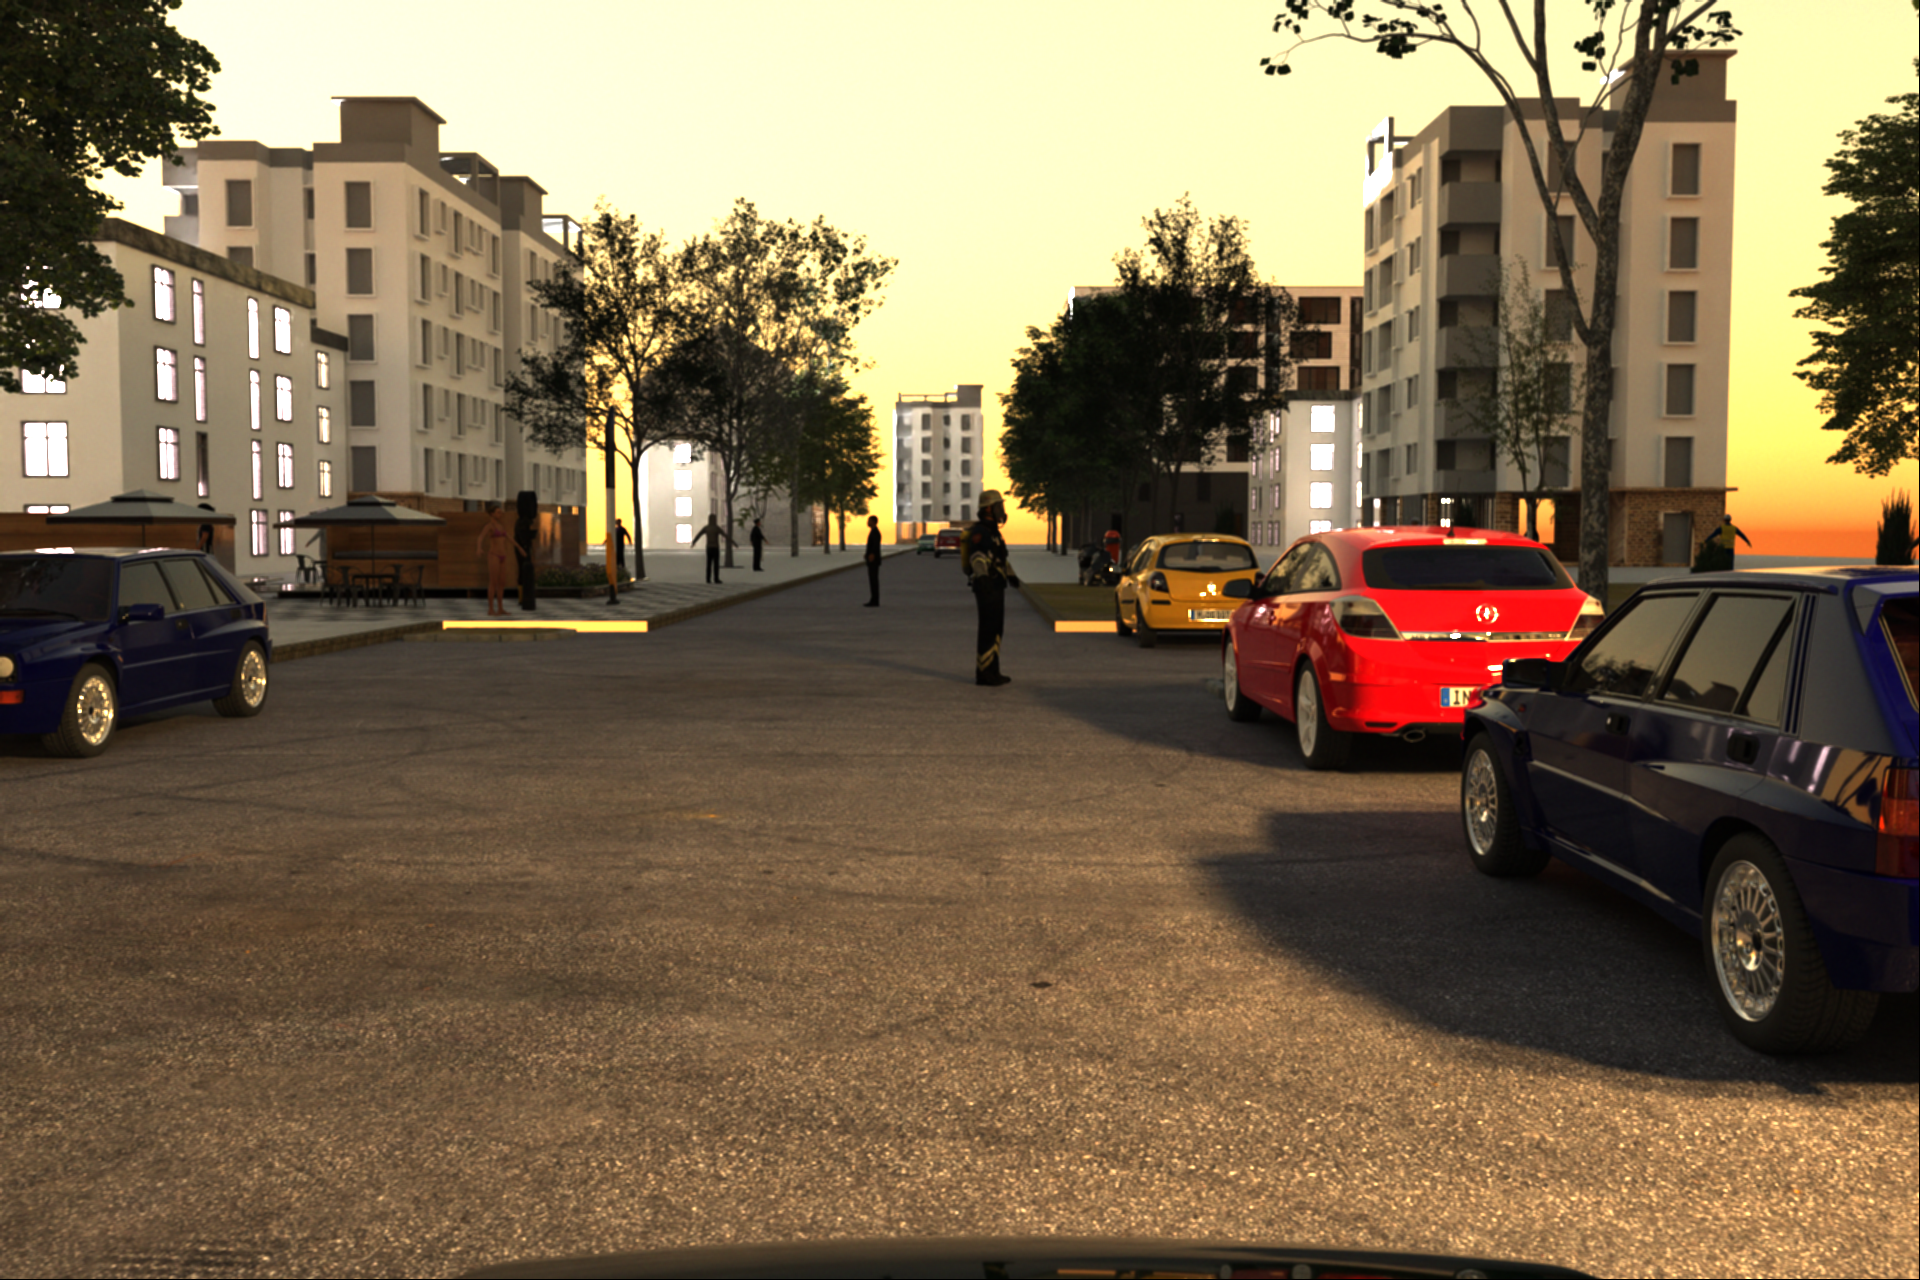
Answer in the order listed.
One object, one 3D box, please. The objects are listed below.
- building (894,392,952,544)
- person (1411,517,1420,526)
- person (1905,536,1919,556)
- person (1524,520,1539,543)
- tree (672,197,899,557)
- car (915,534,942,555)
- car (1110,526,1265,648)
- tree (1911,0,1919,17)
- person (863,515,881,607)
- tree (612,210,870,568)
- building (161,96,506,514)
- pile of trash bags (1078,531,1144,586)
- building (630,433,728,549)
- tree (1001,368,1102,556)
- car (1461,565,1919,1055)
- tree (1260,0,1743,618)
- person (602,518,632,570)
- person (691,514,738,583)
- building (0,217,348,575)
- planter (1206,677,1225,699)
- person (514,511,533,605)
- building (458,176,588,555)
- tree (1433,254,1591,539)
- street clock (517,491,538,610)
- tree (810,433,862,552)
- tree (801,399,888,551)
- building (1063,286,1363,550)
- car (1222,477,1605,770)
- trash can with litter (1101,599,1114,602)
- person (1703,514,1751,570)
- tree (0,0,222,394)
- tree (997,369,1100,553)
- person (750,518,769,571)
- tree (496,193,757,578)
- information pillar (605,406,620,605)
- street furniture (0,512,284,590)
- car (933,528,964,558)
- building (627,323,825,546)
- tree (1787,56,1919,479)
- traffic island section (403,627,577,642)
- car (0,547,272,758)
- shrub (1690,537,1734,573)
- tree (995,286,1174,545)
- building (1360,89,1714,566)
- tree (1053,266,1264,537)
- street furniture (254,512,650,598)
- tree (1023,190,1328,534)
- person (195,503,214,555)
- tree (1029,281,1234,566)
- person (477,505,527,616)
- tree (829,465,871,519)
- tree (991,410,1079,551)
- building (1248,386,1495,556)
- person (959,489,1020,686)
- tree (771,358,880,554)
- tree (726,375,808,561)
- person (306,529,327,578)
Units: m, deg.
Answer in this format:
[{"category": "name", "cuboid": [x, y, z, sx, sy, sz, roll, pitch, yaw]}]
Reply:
[{"category": "building", "cuboid": [-7.985, -22.219, 222.149, 11.380, 20.090, 16.016, 0, 4, -7]}, {"category": "person", "cuboid": [12.963, -2.644, 49.688, 0.721, 1.772, 1.216, -1, 4, -14]}, {"category": "person", "cuboid": [16.806, -1.416, 29.426, 1.348, 1.796, 0.705, 3, 4, 36]}, {"category": "person", "cuboid": [20.807, -3.490, 63.245, 1.347, 1.806, 0.705, -3, 5, -41]}, {"category": "tree", "cuboid": [-9.981, -14.793, 97.747, 12.611, 20.169, 13.585, 0, 3, 0]}, {"category": "car", "cuboid": [-2.122, -6.757, 122.277, 2.131, 1.459, 4.920, 0, 3, 0]}, {"category": "car", "cuboid": [3.071, -0.796, 23.235, 2.015, 1.641, 3.980, 0, 4, -1]}, {"category": "tree", "cuboid": [8.369, -5.552, 8.900, 7.486, 12.596, 7.792, 0, 3, 0]}, {"category": "person", "cuboid": [-1.743, -1.568, 34.312, 0.704, 1.802, 1.346, 0, 4, -8]}, {"category": "tree", "cuboid": [-8.663, -9.485, 65.442, 12.009, 13.543, 11.850, 0, 3, 0]}, {"category": "building", "cuboid": [-28.441, -13.453, 76.381, 16.016, 20.090, 11.380, 0, 4, -1]}, {"category": "pile of trash bags", "cuboid": [3.942, -2.095, 44.012, 1.912, 1.369, 3.447, 0, 4, 1]}, {"category": "building", "cuboid": [-25.436, -13.191, 157.818, 9.099, 9.664, 28.070, 0, 4, 0]}, {"category": "tree", "cuboid": [6.210, -10.851, 103.176, 9.928, 11.665, 9.643, 0, 3, 0]}, {"category": "car", "cuboid": [3.038, 0.396, 6.108, 1.945, 1.354, 3.894, 0, 3, 0]}, {"category": "tree", "cuboid": [9.279, -10.392, 25.797, 12.611, 20.169, 13.585, 0, 3, 0]}, {"category": "person", "cuboid": [-11.347, -3.140, 57.571, 1.346, 1.802, 0.704, 3, 4, 36]}, {"category": "person", "cuboid": [-6.453, -2.396, 45.299, 1.348, 1.813, 0.705, 1, 4, 18]}, {"category": "building", "cuboid": [-26.844, -7.213, 60.080, 9.099, 9.664, 28.070, 0, 4, 0]}, {"category": "planter", "cuboid": [3.252, 0.342, 15.552, 1.991, 0.319, 1.994, 0, 4, 0]}, {"category": "person", "cuboid": [-7.910, -1.553, 31.523, 0.704, 1.812, 1.346, -1, 4, -15]}, {"category": "building", "cuboid": [-27.883, -14.462, 92.879, 16.016, 20.090, 11.380, 0, 4, 1]}, {"category": "tree", "cuboid": [15.033, -5.790, 45.034, 4.360, 8.622, 3.978, 0, 3, 0]}, {"category": "street clock", "cuboid": [-7.270, -1.503, 29.143, 0.358, 2.002, 0.471, 0, 4, 1]}, {"category": "tree", "cuboid": [-8.676, -10.504, 122.096, 4.737, 8.622, 4.395, 0, 3, 0]}, {"category": "tree", "cuboid": [-9.037, -12.609, 131.909, 9.928, 11.665, 9.643, 0, 3, 0]}, {"category": "building", "cuboid": [23.238, -19.286, 159.304, 27.936, 21.610, 32.646, 0, 3, 0]}, {"category": "car", "cuboid": [2.972, -0.182, 12.009, 2.155, 1.783, 4.494, 0, 4, -1]}, {"category": "trash can with litter", "cuboid": [3.519, -1.286, 32.091, 1.678, 1.210, 2.233, 0, 4, -1]}, {"category": "person", "cuboid": [21.109, -2.552, 47.691, 1.349, 1.833, 0.705, 0, 4, 7]}, {"category": "tree", "cuboid": [-12.288, -6.805, 17.915, 9.857, 13.997, 8.962, 0, 3, 0]}, {"category": "tree", "cuboid": [6.194, -12.032, 114.855, 7.486, 12.596, 7.792, 0, 3, 0]}, {"category": "person", "cuboid": [-7.019, -3.319, 60.193, 0.705, 1.837, 1.347, -2, 4, -31]}, {"category": "tree", "cuboid": [-9.337, -6.977, 48.486, 7.601, 10.594, 8.767, -2, 4, -28]}, {"category": "information pillar", "cuboid": [-6.345, -2.454, 31.477, 0.183, 3.616, 0.504, 0, 4, 1]}, {"category": "street furniture", "cuboid": [-19.854, -1.842, 36.972, 9.812, 1.723, 11.010, -1, 4, -10]}, {"category": "car", "cuboid": [-0.525, -5.938, 105.759, 2.281, 1.827, 5.304, 0, 4, 0]}, {"category": "building", "cuboid": [-24.576, -21.828, 187.820, 19.493, 23.208, 18.063, 0, 4, 0]}, {"category": "tree", "cuboid": [22.437, -7.380, 38.793, 7.486, 12.596, 7.792, 0, 3, 0]}, {"category": "traffic island section", "cuboid": [-6.431, -0.073, 24.061, 1.991, 0.108, 1.994, 0, 4, 1]}, {"category": "car", "cuboid": [-6.390, 0.018, 12.292, 1.945, 1.354, 3.894, 0, 3, 0]}, {"category": "shrub", "cuboid": [17.256, -1.752, 39.755, 1.383, 1.207, 1.383, 0, 3, 0]}, {"category": "tree", "cuboid": [6.652, -11.272, 90.957, 9.857, 13.997, 8.962, 0, 3, 0]}, {"category": "building", "cuboid": [23.983, -13.675, 80.007, 16.016, 20.090, 11.380, 0, 4, 0]}, {"category": "tree", "cuboid": [6.683, -7.510, 57.208, 7.601, 10.594, 8.767, -2, 4, -23]}, {"category": "street furniture", "cuboid": [-9.677, -1.908, 38.057, 9.812, 1.723, 11.010, 0, 4, -1]}, {"category": "tree", "cuboid": [5.796, -6.951, 48.057, 8.767, 10.594, 7.601, 1, 4, 9]}, {"category": "person", "cuboid": [-13.368, -1.495, 30.594, 0.704, 1.843, 1.345, -1, 4, -20]}, {"category": "tree", "cuboid": [6.801, -8.784, 69.381, 9.928, 11.665, 9.643, 0, 3, 0]}, {"category": "person", "cuboid": [-7.239, -1.254, 27.301, 0.721, 1.733, 1.217, 1, 4, 21]}, {"category": "tree", "cuboid": [-14.785, -17.518, 220.837, 7.601, 10.594, 8.767, 0, 4, 1]}, {"category": "tree", "cuboid": [6.821, -13.454, 130.348, 12.009, 13.543, 11.850, 0, 3, 0]}, {"category": "building", "cuboid": [23.464, -9.721, 101.084, 9.099, 9.664, 28.070, 0, 4, 0]}, {"category": "person", "cuboid": [0.315, -0.504, 16.481, 0.705, 1.856, 1.354, 1, 4, 14]}, {"category": "tree", "cuboid": [-9.006, -11.813, 111.274, 7.486, 12.596, 7.792, 0, 3, 0]}, {"category": "tree", "cuboid": [-9.250, -7.995, 81.082, 4.737, 8.622, 4.395, 0, 3, 0]}, {"category": "person", "cuboid": [-18.494, -2.704, 50.402, 0.705, 1.806, 1.347, 1, 4, 19]}]
